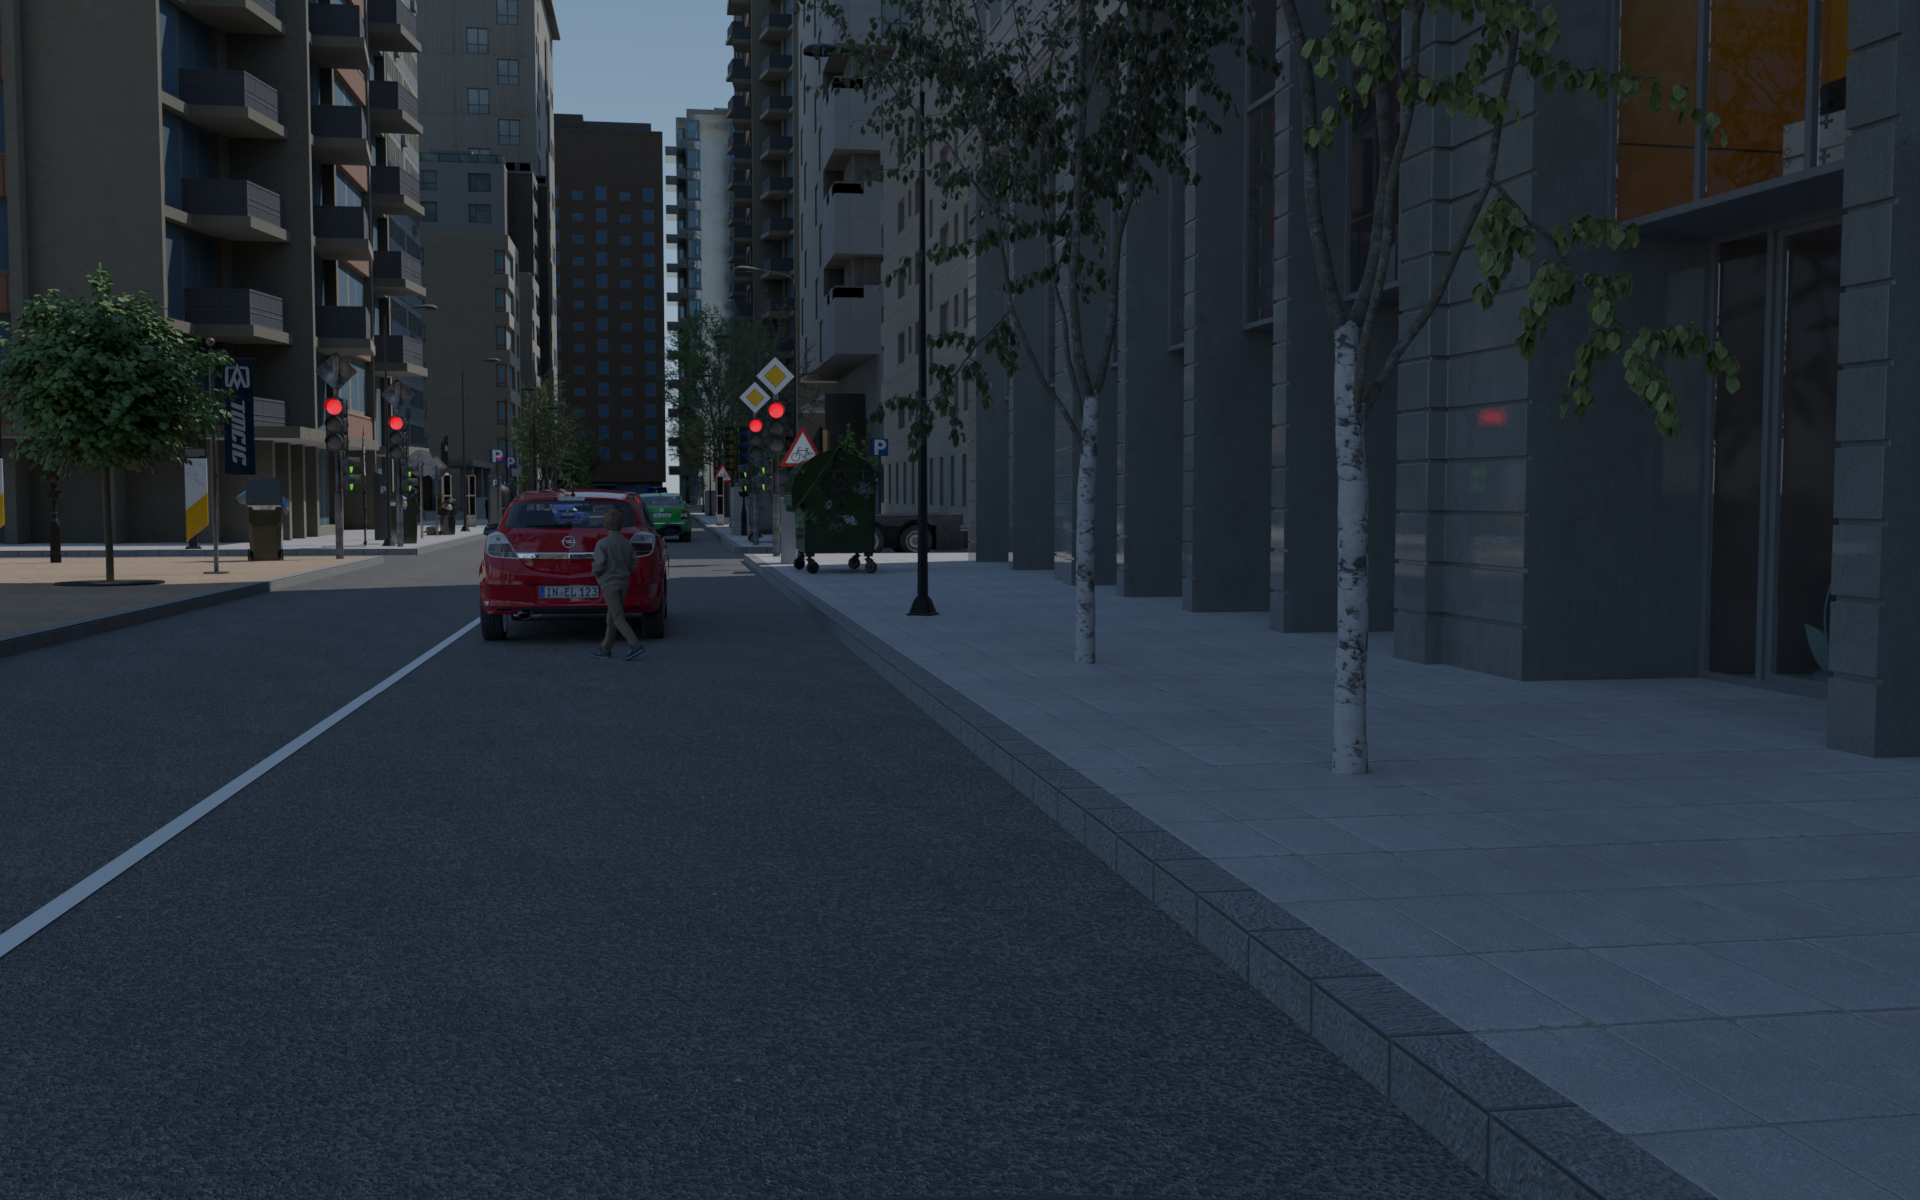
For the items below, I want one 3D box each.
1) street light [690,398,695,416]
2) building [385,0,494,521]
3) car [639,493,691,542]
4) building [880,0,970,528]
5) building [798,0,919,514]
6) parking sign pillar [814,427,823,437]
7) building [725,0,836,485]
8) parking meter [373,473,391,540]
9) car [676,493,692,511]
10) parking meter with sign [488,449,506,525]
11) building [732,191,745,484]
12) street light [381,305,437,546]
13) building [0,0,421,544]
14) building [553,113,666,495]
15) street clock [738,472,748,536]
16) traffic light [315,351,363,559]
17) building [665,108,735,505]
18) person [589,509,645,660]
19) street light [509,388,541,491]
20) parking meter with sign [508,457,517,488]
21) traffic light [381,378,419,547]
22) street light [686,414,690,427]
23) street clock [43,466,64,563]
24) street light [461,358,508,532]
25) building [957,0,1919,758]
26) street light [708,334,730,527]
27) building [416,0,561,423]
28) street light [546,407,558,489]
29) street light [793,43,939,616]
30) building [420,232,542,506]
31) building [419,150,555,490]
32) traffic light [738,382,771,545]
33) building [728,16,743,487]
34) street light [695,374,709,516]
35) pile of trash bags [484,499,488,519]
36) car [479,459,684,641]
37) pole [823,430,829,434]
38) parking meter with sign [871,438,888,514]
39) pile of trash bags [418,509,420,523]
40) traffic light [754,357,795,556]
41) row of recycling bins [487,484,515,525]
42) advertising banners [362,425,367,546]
[{"bbox_3d":[-12.180,-6.805,83.808,1.470,5.913,1.316,-1,4,-10],"label":"street light"},{"bbox_3d":[-41.196,-24.251,88.390,32.217,40.220,23.993,-1,4,-10],"label":"building"},{"bbox_3d":[-9.174,-2.696,52.879,1.959,1.807,4.718,-1,4,-11],"label":"car"},{"bbox_3d":[13.256,-13.228,61.319,28.899,21.520,27.650,-1,4,-10],"label":"building"},{"bbox_3d":[4.844,-31.401,102.648,28.713,52.752,27.495,-1,4,-10],"label":"building"},{"bbox_3d":[-5.758,-5.007,70.337,1.447,3.967,1.447,-2,4,-27],"label":"parking sign pillar"},{"bbox_3d":[-7.747,-29.816,142.115,22.147,44.769,28.867,-1,4,-10],"label":"building"},{"bbox_3d":[-16.034,-2.591,48.067,0.399,1.863,0.255,-3,5,-43],"label":"parking meter"},{"bbox_3d":[-14.558,-4.762,86.893,2.155,1.783,4.494,0,4,-8],"label":"car"},{"bbox_3d":[-18.157,-4.368,67.672,0.543,3.016,1.738,-1,4,-21],"label":"parking meter with sign"},{"bbox_3d":[-14.433,-23.979,163.756,14.160,30.474,14.107,-1,4,-10],"label":"building"},{"bbox_3d":[-13.523,-4.282,42.556,1.470,5.913,1.316,-1,4,-10],"label":"street light"},{"bbox_3d":[-29.785,-24.508,55.333,22.147,44.769,28.867,-1,4,-10],"label":"building"},{"bbox_3d":[-42.685,-34.115,207.885,14.200,45.320,14.600,-1,4,-10],"label":"building"},{"bbox_3d":[-6.649,-2.979,53.270,0.358,2.002,0.471,0,4,-7],"label":"street clock"},{"bbox_3d":[-12.238,-2.764,34.112,0.839,4.253,0.868,-1,4,-10],"label":"traffic light"},{"bbox_3d":[-21.149,-36.476,215.983,30.456,49.044,23.786,-1,4,-10],"label":"building"},{"bbox_3d":[-2.993,-0.135,14.972,0.640,1.303,0.475,2,4,25],"label":"person"},{"bbox_3d":[-19.319,-6.322,75.913,1.470,5.913,1.316,-1,4,-10],"label":"street light"},{"bbox_3d":[-20.848,-5.108,79.769,0.543,3.016,1.738,0,4,-3],"label":"parking meter with sign"},{"bbox_3d":[-13.584,-3.245,41.983,0.839,4.253,0.868,-1,4,-10],"label":"traffic light"},{"bbox_3d":[-15.100,-7.848,100.848,1.470,5.913,1.316,-1,4,-10],"label":"street light"},{"bbox_3d":[-16.876,-1.694,32.270,0.358,2.002,0.471,-2,4,-26],"label":"street clock"},{"bbox_3d":[-16.448,-5.310,59.364,1.470,5.913,1.316,-1,4,-10],"label":"street light"},{"bbox_3d":[7.937,-14.768,18.947,11.434,29.767,29.804,-1,4,-10],"label":"building"},{"bbox_3d":[-6.497,-4.773,50.577,1.470,5.913,1.316,-1,4,-10],"label":"street light"},{"bbox_3d":[-53.796,-35.524,170.058,27.495,52.752,28.713,-1,4,-10],"label":"building"},{"bbox_3d":[-22.145,-7.334,92.458,1.470,5.913,1.316,-1,4,-10],"label":"street light"},{"bbox_3d":[-0.929,-2.787,18.113,1.470,5.913,1.316,-1,4,-10],"label":"street light"},{"bbox_3d":[-46.110,-17.276,127.499,27.650,21.520,28.899,-1,4,-10],"label":"building"},{"bbox_3d":[-42.825,-23.111,149.559,14.160,30.474,14.107,-1,4,-10],"label":"building"},{"bbox_3d":[-5.148,-3.334,43.437,0.839,4.253,0.868,-1,4,-10],"label":"traffic light"},{"bbox_3d":[-15.009,-45.394,180.439,20.563,71.187,20.611,-1,4,-10],"label":"building"},{"bbox_3d":[-9.395,-5.793,67.256,1.470,5.913,1.316,-1,4,-10],"label":"street light"},{"bbox_3d":[-23.167,-4.781,87.921,1.912,1.369,3.447,-2,4,-23],"label":"pile of trash bags"},{"bbox_3d":[-4.043,-0.580,18.528,2.155,1.783,4.494,-1,4,-9],"label":"car"},{"bbox_3d":[-4.240,-3.738,54.956,0.158,3.312,0.155,0,3,0],"label":"pole"},{"bbox_3d":[-2.827,-3.599,55.111,0.543,3.016,1.738,-1,4,-22],"label":"parking meter with sign"},{"bbox_3d":[-26.001,-4.159,77.745,3.447,1.369,1.912,-1,4,-20],"label":"pile of trash bags"},{"bbox_3d":[-3.802,-2.853,35.566,0.839,4.253,0.868,-1,4,-10],"label":"traffic light"},{"bbox_3d":[-19.244,-4.004,72.574,1.069,1.692,3.534,-1,4,-10],"label":"row of recycling bins"},{"bbox_3d":[-14.868,-2.877,43.226,0.090,3.025,2.074,-1,4,-18],"label":"advertising banners"}]
